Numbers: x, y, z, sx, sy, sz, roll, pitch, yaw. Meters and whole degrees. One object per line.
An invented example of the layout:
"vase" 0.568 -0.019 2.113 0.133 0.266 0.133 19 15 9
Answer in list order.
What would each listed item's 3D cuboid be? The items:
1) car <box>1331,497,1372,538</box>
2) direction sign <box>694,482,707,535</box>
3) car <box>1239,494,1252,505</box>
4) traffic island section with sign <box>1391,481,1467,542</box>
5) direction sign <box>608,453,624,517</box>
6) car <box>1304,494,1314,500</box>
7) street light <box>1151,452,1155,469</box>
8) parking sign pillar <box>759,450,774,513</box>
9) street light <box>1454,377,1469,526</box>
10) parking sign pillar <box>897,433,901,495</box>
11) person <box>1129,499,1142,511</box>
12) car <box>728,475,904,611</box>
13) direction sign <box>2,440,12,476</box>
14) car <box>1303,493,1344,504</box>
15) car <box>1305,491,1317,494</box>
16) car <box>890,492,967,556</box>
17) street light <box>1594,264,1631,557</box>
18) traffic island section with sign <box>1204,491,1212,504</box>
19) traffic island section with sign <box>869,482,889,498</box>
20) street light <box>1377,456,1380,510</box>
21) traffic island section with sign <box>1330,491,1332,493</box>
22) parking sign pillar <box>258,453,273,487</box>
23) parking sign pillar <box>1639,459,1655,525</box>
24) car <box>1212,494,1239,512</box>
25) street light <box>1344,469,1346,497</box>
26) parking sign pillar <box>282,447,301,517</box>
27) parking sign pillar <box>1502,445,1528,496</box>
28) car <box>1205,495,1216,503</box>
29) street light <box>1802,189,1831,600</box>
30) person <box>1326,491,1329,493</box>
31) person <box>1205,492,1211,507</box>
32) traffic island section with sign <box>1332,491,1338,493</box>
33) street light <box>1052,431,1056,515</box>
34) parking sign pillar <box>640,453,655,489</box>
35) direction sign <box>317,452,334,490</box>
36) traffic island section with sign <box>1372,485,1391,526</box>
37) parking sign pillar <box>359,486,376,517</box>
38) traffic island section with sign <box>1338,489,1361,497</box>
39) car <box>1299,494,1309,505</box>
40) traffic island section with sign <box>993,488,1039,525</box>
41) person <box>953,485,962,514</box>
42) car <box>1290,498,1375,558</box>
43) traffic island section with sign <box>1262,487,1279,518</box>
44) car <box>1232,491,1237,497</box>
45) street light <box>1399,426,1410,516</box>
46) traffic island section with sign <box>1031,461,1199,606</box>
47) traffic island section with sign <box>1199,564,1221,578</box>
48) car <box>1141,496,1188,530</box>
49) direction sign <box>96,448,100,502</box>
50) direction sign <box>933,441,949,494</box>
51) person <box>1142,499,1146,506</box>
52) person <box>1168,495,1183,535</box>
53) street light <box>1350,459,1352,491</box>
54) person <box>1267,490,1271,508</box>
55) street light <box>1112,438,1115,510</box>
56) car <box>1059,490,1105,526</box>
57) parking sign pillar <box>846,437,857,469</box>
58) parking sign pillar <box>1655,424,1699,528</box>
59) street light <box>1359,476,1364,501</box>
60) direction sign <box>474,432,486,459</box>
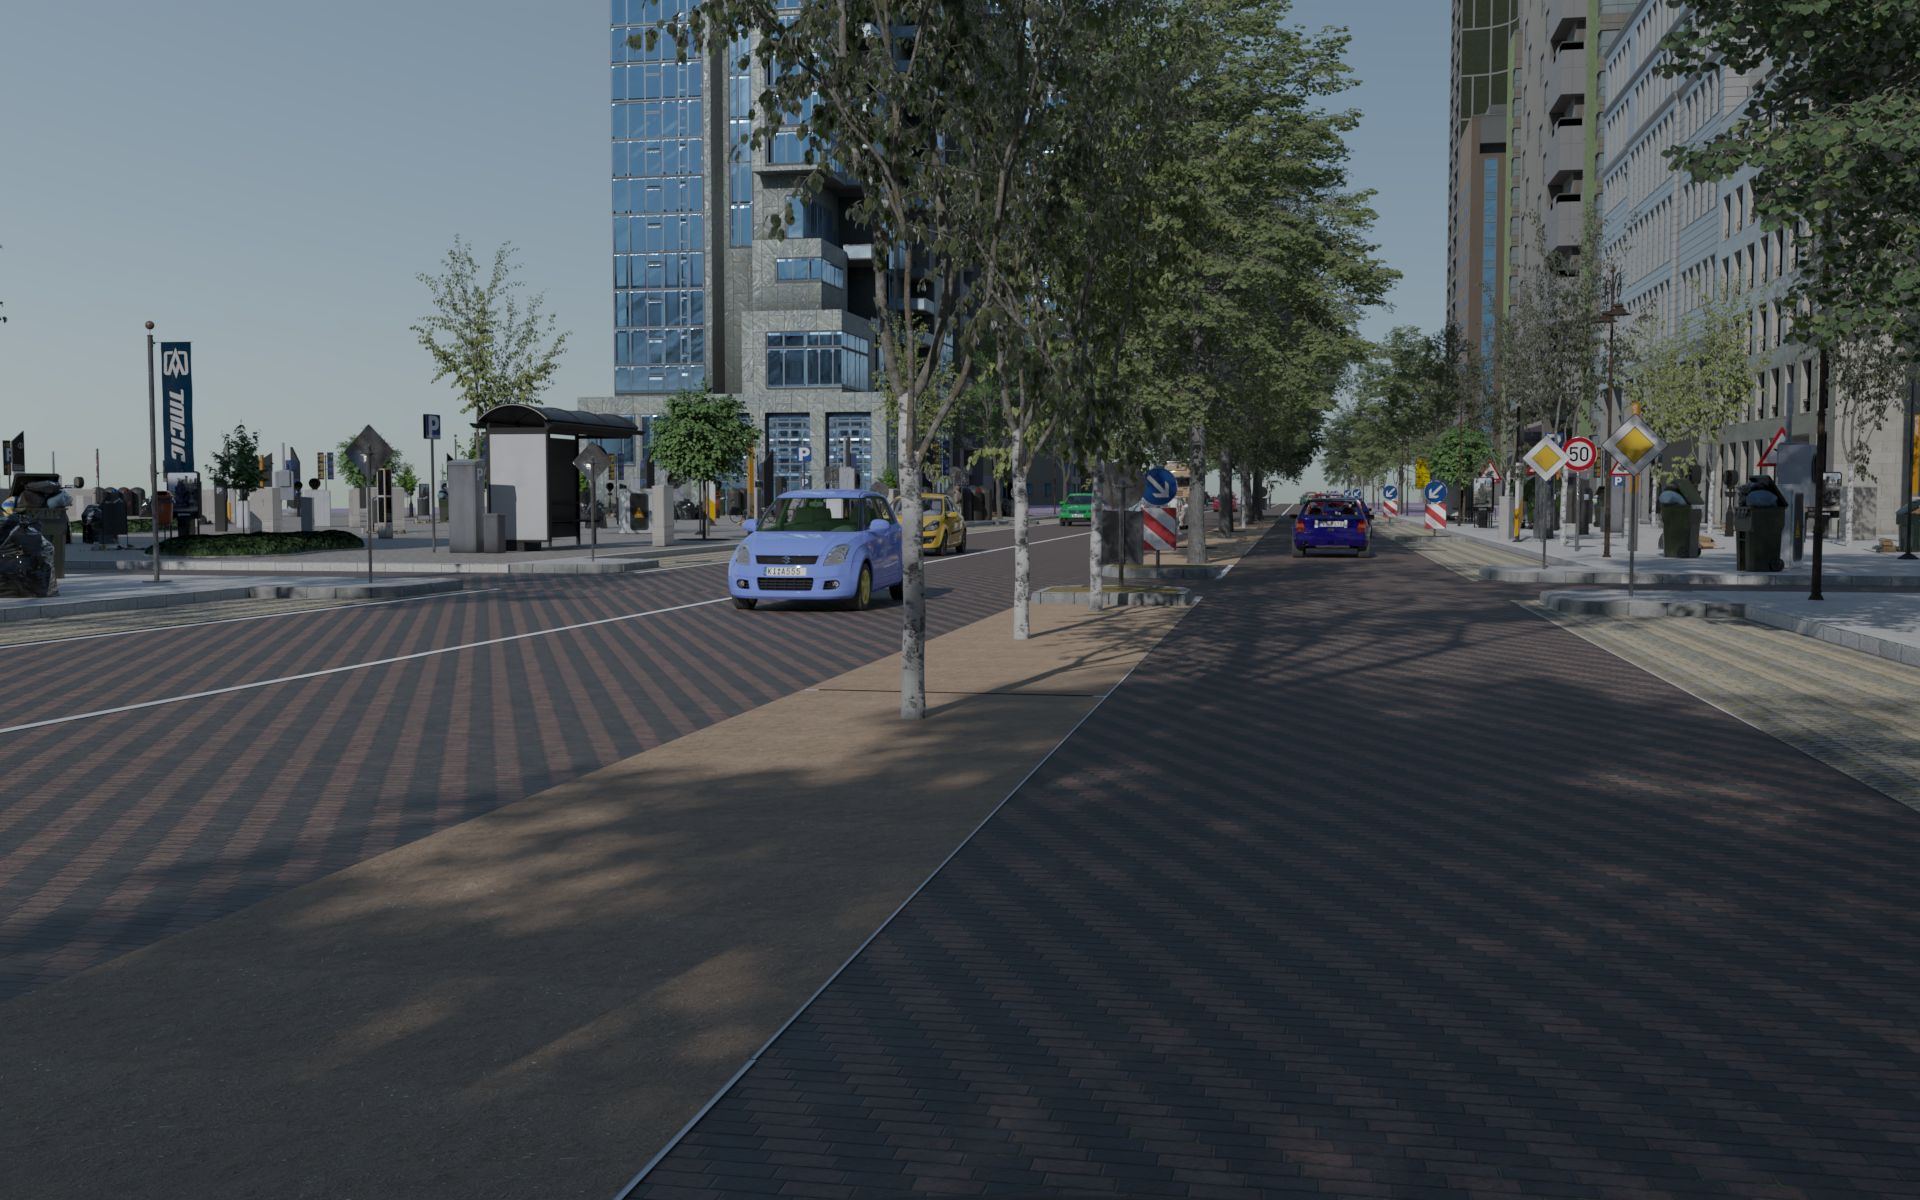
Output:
"car" 12.865 -2.788 58.161 1.945 1.354 3.894 1 4 9
"direction sign" -8.183 -3.822 54.494 0.379 3.537 0.876 -2 4 -29
"car" 33.357 -11.676 200.493 1.945 1.707 3.694 1 4 13
"traffic island section with sign" 14.117 -2.656 52.049 1.989 1.847 2.006 1 4 11
"direction sign" -19.156 -6.395 96.552 0.876 3.537 0.379 -2 4 -25
"car" 36.351 -10.240 177.646 2.015 1.641 3.980 1 4 11
"street light" 19.562 -12.472 176.712 0.468 5.910 1.993 1 4 11
"parking sign pillar" -11.716 -7.100 104.555 1.447 3.967 1.447 1 4 21
"street light" 19.842 -5.864 68.662 0.468 5.910 1.993 1 4 11
"parking sign pillar" -2.401 -5.412 76.954 1.447 3.967 1.447 1 4 16
"person" 4.997 -2.462 49.024 0.793 1.790 0.793 -1 4 -22
"car" -1.762 -0.788 22.472 1.945 1.707 3.694 1 4 10
"direction sign" -39.923 -4.957 73.050 0.379 3.537 0.876 2 4 25
"car" 16.269 -4.126 76.499 2.155 1.783 4.494 1 4 10
"car" 49.138 -14.316 242.738 2.281 1.827 5.304 1 4 9
"car" -0.950 -1.898 41.250 2.015 1.641 3.980 1 4 10
"street light" 13.116 -3.802 34.948 0.468 5.910 1.993 1 4 11
"traffic island section with sign" 33.669 -14.025 237.943 1.989 1.847 2.006 1 4 11
"traffic island section with sign" -2.638 -2.821 54.755 1.989 1.847 2.006 1 4 11
"street light" 34.525 -10.391 142.678 0.468 5.910 1.993 1 4 11
"traffic island section with sign" 45.141 -12.227 208.544 1.989 1.847 2.006 1 4 11
"parking sign pillar" -44.880 -7.519 111.406 1.447 3.967 1.447 -1 4 -19
"parking sign pillar" 29.571 -5.187 73.283 1.447 3.967 1.447 3 4 38
"car" 21.287 -7.935 138.770 2.155 1.783 4.494 1 4 12
"street light" 57.521 -17.509 259.062 0.468 5.910 1.993 1 4 11
"parking sign pillar" -37.846 -6.719 98.330 1.447 3.967 1.447 -3 4 -38
"parking sign pillar" 30.762 -6.577 96.000 1.447 3.967 1.447 3 4 37
"car" 35.930 -14.411 248.193 1.945 1.354 3.894 1 4 10
"street light" 10.378 -2.938 20.818 0.468 5.910 1.993 1 4 11
"person" 40.886 -11.257 192.517 0.705 1.831 1.348 -1 4 -9
"person" 28.167 -11.466 196.785 0.721 1.723 1.217 -2 4 -27
"traffic island section with sign" 34.315 -8.891 153.998 1.989 1.847 2.006 1 4 11
"street light" 5.953 -8.299 108.477 0.468 5.910 1.993 1 4 11
"parking sign pillar" -17.443 -6.616 96.648 1.447 3.967 1.447 1 4 9
"direction sign" -34.347 -6.229 93.834 0.876 3.537 0.379 0 4 2
"traffic island section with sign" 19.351 -4.273 78.493 1.989 1.847 2.006 1 4 11
"parking sign pillar" -33.566 -6.722 98.371 1.447 3.967 1.447 -1 4 -9
"traffic island section with sign" 28.992 -7.247 127.119 1.989 1.847 2.006 1 4 11
"car" 44.880 -12.974 223.925 2.131 1.459 4.920 1 4 13
"traffic island section with sign" 2.695 -4.468 81.687 1.989 1.847 2.006 1 4 11
"person" -0.143 -3.463 65.665 0.362 1.759 0.519 2 4 31
"car" 8.600 -1.683 40.090 1.945 1.354 3.894 1 4 12
"traffic island section with sign" 18.147 -5.873 104.158 2.006 1.907 1.989 1 4 11
"car" 36.662 -13.946 236.696 2.281 1.827 5.304 1 4 11
"street light" 27.857 -8.338 109.112 0.468 5.910 1.993 1 4 11
"traffic island section with sign" 2.092 -0.920 23.183 2.006 1.907 1.989 1 4 11
"traffic island section with sign" 3.542 -1.365 30.447 2.006 1.907 1.989 1 4 11
"car" 8.423 -3.596 71.158 2.083 1.381 4.827 1 4 12
"direction sign" -42.857 -5.759 86.160 0.379 3.537 0.876 -2 4 -30
"direction sign" -0.811 -5.025 74.149 0.876 3.537 0.379 3 4 37
"person" 8.462 -4.270 78.498 0.728 1.800 0.709 3 5 43
"person" 7.589 -3.051 60.981 0.503 1.515 0.523 -1 4 -13
"street light" 50.891 -15.441 225.239 0.468 5.910 1.993 1 4 11
"person" 30.855 -10.036 172.666 0.705 1.814 1.350 1 4 21
"street light" 12.579 -10.355 142.096 0.468 5.910 1.993 1 4 11
"car" 5.559 -4.262 78.478 1.959 1.807 4.718 1 4 10
"parking sign pillar" -5.214 -5.757 82.607 1.447 3.967 1.447 0 4 -7
"parking sign pillar" 27.415 -4.740 65.965 1.447 3.967 1.447 1 4 23
"street light" 44.123 -13.348 191.031 0.468 5.910 1.993 1 4 11
"direction sign" -17.468 -4.352 63.154 0.379 3.537 0.876 -3 5 -43
